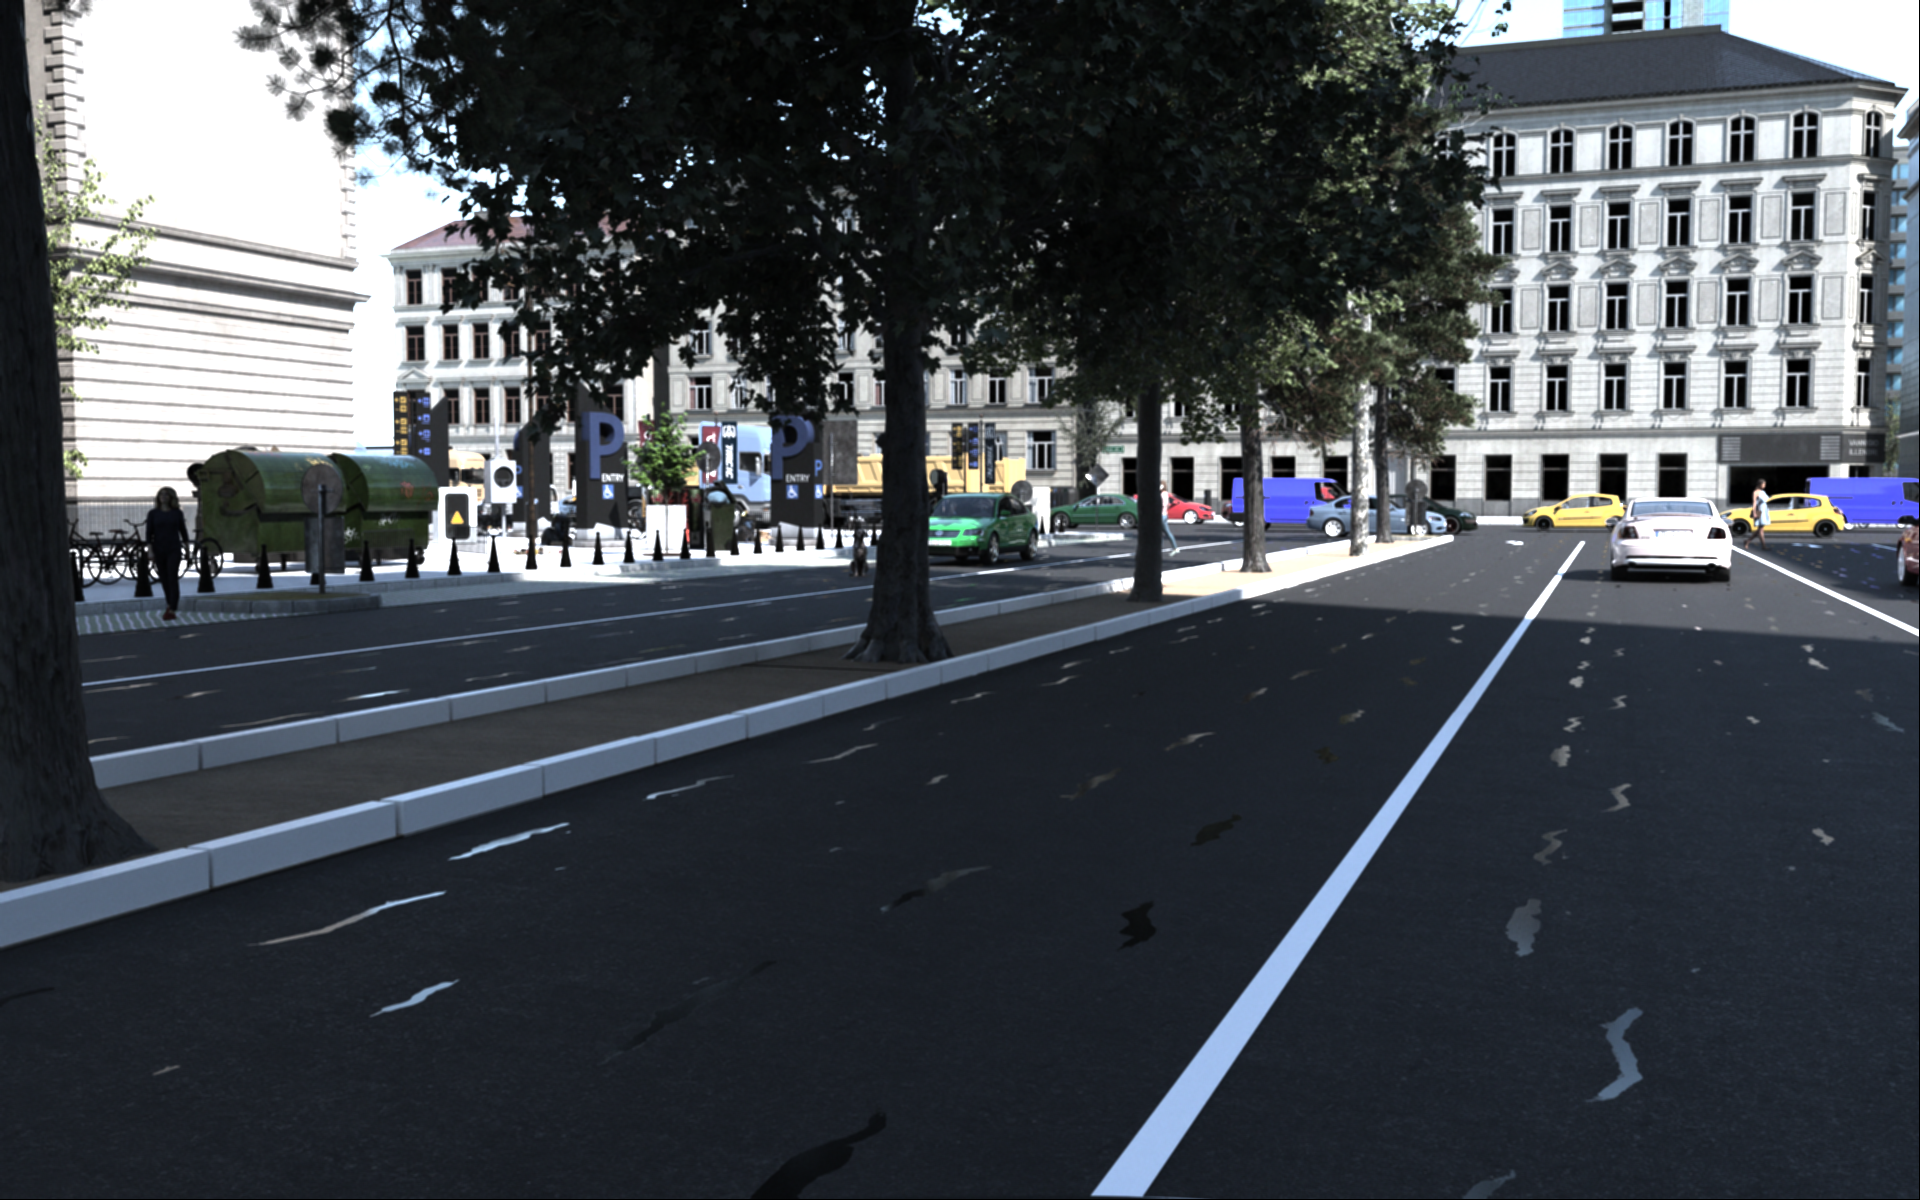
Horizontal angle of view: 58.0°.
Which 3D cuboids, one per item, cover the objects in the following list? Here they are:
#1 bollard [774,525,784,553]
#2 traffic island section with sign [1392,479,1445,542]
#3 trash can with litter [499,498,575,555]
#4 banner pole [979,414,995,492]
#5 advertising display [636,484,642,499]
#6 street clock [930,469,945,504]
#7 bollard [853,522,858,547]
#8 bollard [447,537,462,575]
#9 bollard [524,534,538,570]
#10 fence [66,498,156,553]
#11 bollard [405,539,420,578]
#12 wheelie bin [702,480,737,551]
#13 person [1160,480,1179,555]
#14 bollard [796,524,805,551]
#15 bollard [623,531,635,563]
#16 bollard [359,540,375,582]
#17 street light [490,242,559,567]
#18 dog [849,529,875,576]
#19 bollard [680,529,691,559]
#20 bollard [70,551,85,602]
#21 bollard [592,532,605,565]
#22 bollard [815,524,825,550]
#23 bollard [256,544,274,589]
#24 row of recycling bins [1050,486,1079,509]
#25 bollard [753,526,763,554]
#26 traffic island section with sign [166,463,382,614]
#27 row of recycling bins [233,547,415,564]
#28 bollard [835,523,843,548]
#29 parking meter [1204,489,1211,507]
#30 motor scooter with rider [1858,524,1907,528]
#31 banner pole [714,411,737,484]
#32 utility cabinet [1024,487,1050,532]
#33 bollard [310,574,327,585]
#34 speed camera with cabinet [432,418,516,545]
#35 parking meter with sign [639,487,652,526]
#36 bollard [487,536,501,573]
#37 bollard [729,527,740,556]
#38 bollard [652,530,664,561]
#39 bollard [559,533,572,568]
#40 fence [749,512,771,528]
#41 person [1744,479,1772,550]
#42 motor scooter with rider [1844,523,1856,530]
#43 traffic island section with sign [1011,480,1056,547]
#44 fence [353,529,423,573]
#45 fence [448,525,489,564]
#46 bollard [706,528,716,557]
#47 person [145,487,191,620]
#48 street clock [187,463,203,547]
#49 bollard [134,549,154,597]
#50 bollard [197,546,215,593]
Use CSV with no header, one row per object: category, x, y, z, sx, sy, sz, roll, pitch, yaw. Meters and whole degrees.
bollard,-3.963,-1.344,38.016,0.229,0.601,0.229,0,3,0
traffic island section with sign,13.876,-2.744,52.996,2.006,1.907,1.989,1,4,21
trash can with litter,-9.016,-1.595,37.136,1.678,1.210,2.233,0,4,-6
banner pole,0.816,-3.903,53.828,0.401,3.779,0.863,-3,5,-43
advertising display,-19.548,-6.232,107.099,0.974,1.923,0.123,-1,4,-23
street clock,-0.665,-2.822,50.704,0.358,2.002,0.471,-3,4,-36
bollard,-2.494,-1.581,41.893,0.229,0.601,0.229,0,3,0
bollard,-8.000,-0.694,27.387,0.229,0.601,0.229,0,3,0
bollard,-7.261,-0.812,29.323,0.229,0.601,0.229,0,3,0
fence,-17.673,-1.490,35.562,2.264,1.192,0.480,-2,4,-25
bollard,-8.361,-0.635,26.426,0.229,0.601,0.229,0,3,0
wheelie bin,-5.442,-1.908,39.107,0.693,1.594,0.980,-2,4,-26
person,4.766,-1.907,40.270,0.643,1.750,0.593,1,4,19
bollard,-3.592,-1.404,38.995,0.229,0.601,0.229,0,3,0
bollard,-6.162,-0.989,32.219,0.229,0.601,0.229,0,3,0
bollard,-8.727,-0.576,25.466,0.229,0.601,0.229,0,3,0
street light,-7.522,-3.519,30.326,0.468,5.910,1.993,1,4,21
dog,-1.674,-0.833,30.449,0.513,0.831,0.800,2,4,34
bollard,-5.425,-1.109,34.170,0.229,0.601,0.229,0,3,0
bollard,-10.558,-0.281,20.639,0.229,0.601,0.229,0,3,0
bollard,-6.530,-0.930,31.251,0.229,0.601,0.229,0,3,0
bollard,-3.229,-1.463,39.956,0.229,0.601,0.229,0,3,0
bollard,-9.457,-0.459,23.546,0.229,0.601,0.229,0,3,0
row of recycling bins,5.613,-5.354,94.647,1.069,1.692,3.534,-1,4,-16
bollard,-4.326,-1.285,37.052,0.229,0.601,0.229,0,3,0
traffic island section with sign,-8.387,-0.794,21.604,1.989,1.847,2.006,1,4,21
row of recycling bins,-12.076,-1.590,33.105,1.069,1.692,3.534,3,5,42
bollard,-2.859,-1.522,40.933,0.229,0.601,0.229,0,3,0
parking meter,13.694,-5.346,95.813,0.372,1.533,0.369,0,3,0
motor scooter with rider,39.031,-3.925,73.143,1.986,1.779,0.876,1,4,22
banner pole,-7.139,-3.819,52.458,0.863,3.779,0.401,-1,4,-12
utility cabinet,2.377,-2.983,57.455,1.173,1.500,0.318,-1,4,-19
bollard,-9.089,-0.518,24.505,0.229,0.601,0.229,0,3,0
speed camera with cabinet,-12.506,-3.074,44.593,2.038,3.252,0.660,-2,4,-35
parking meter with sign,-10.941,-3.998,61.626,0.543,3.016,1.738,-2,4,-35
bollard,-7.633,-0.753,28.350,0.229,0.601,0.229,0,3,0
bollard,-4.694,-1.226,36.089,0.229,0.601,0.229,0,3,0
bollard,-5.793,-1.049,33.194,0.229,0.601,0.229,0,3,0
bollard,-6.897,-0.871,30.284,0.229,0.601,0.229,0,3,0
fence,-6.273,-2.623,58.267,2.069,0.683,0.278,-1,4,-23
person,20.469,-2.193,44.454,0.616,1.811,0.778,-2,4,-32
motor scooter with rider,34.919,-3.696,69.400,1.986,1.779,0.876,1,4,20
traffic island section with sign,1.564,-2.397,47.816,1.989,1.847,2.006,1,4,21
fence,-9.609,-0.842,29.138,0.278,0.683,2.069,0,4,6
fence,-9.261,-1.065,32.793,0.278,0.683,2.069,-2,4,-33
bollard,-5.061,-1.168,35.130,0.229,0.601,0.229,0,3,0
person,-9.064,-0.535,19.795,0.480,1.512,0.613,-3,4,-36
street clock,-17.766,-2.195,40.462,0.471,2.002,0.358,-1,4,-13
bollard,-10.189,-0.340,21.601,0.229,0.601,0.229,0,3,0
bollard,-9.827,-0.399,22.563,0.229,0.601,0.229,0,3,0
